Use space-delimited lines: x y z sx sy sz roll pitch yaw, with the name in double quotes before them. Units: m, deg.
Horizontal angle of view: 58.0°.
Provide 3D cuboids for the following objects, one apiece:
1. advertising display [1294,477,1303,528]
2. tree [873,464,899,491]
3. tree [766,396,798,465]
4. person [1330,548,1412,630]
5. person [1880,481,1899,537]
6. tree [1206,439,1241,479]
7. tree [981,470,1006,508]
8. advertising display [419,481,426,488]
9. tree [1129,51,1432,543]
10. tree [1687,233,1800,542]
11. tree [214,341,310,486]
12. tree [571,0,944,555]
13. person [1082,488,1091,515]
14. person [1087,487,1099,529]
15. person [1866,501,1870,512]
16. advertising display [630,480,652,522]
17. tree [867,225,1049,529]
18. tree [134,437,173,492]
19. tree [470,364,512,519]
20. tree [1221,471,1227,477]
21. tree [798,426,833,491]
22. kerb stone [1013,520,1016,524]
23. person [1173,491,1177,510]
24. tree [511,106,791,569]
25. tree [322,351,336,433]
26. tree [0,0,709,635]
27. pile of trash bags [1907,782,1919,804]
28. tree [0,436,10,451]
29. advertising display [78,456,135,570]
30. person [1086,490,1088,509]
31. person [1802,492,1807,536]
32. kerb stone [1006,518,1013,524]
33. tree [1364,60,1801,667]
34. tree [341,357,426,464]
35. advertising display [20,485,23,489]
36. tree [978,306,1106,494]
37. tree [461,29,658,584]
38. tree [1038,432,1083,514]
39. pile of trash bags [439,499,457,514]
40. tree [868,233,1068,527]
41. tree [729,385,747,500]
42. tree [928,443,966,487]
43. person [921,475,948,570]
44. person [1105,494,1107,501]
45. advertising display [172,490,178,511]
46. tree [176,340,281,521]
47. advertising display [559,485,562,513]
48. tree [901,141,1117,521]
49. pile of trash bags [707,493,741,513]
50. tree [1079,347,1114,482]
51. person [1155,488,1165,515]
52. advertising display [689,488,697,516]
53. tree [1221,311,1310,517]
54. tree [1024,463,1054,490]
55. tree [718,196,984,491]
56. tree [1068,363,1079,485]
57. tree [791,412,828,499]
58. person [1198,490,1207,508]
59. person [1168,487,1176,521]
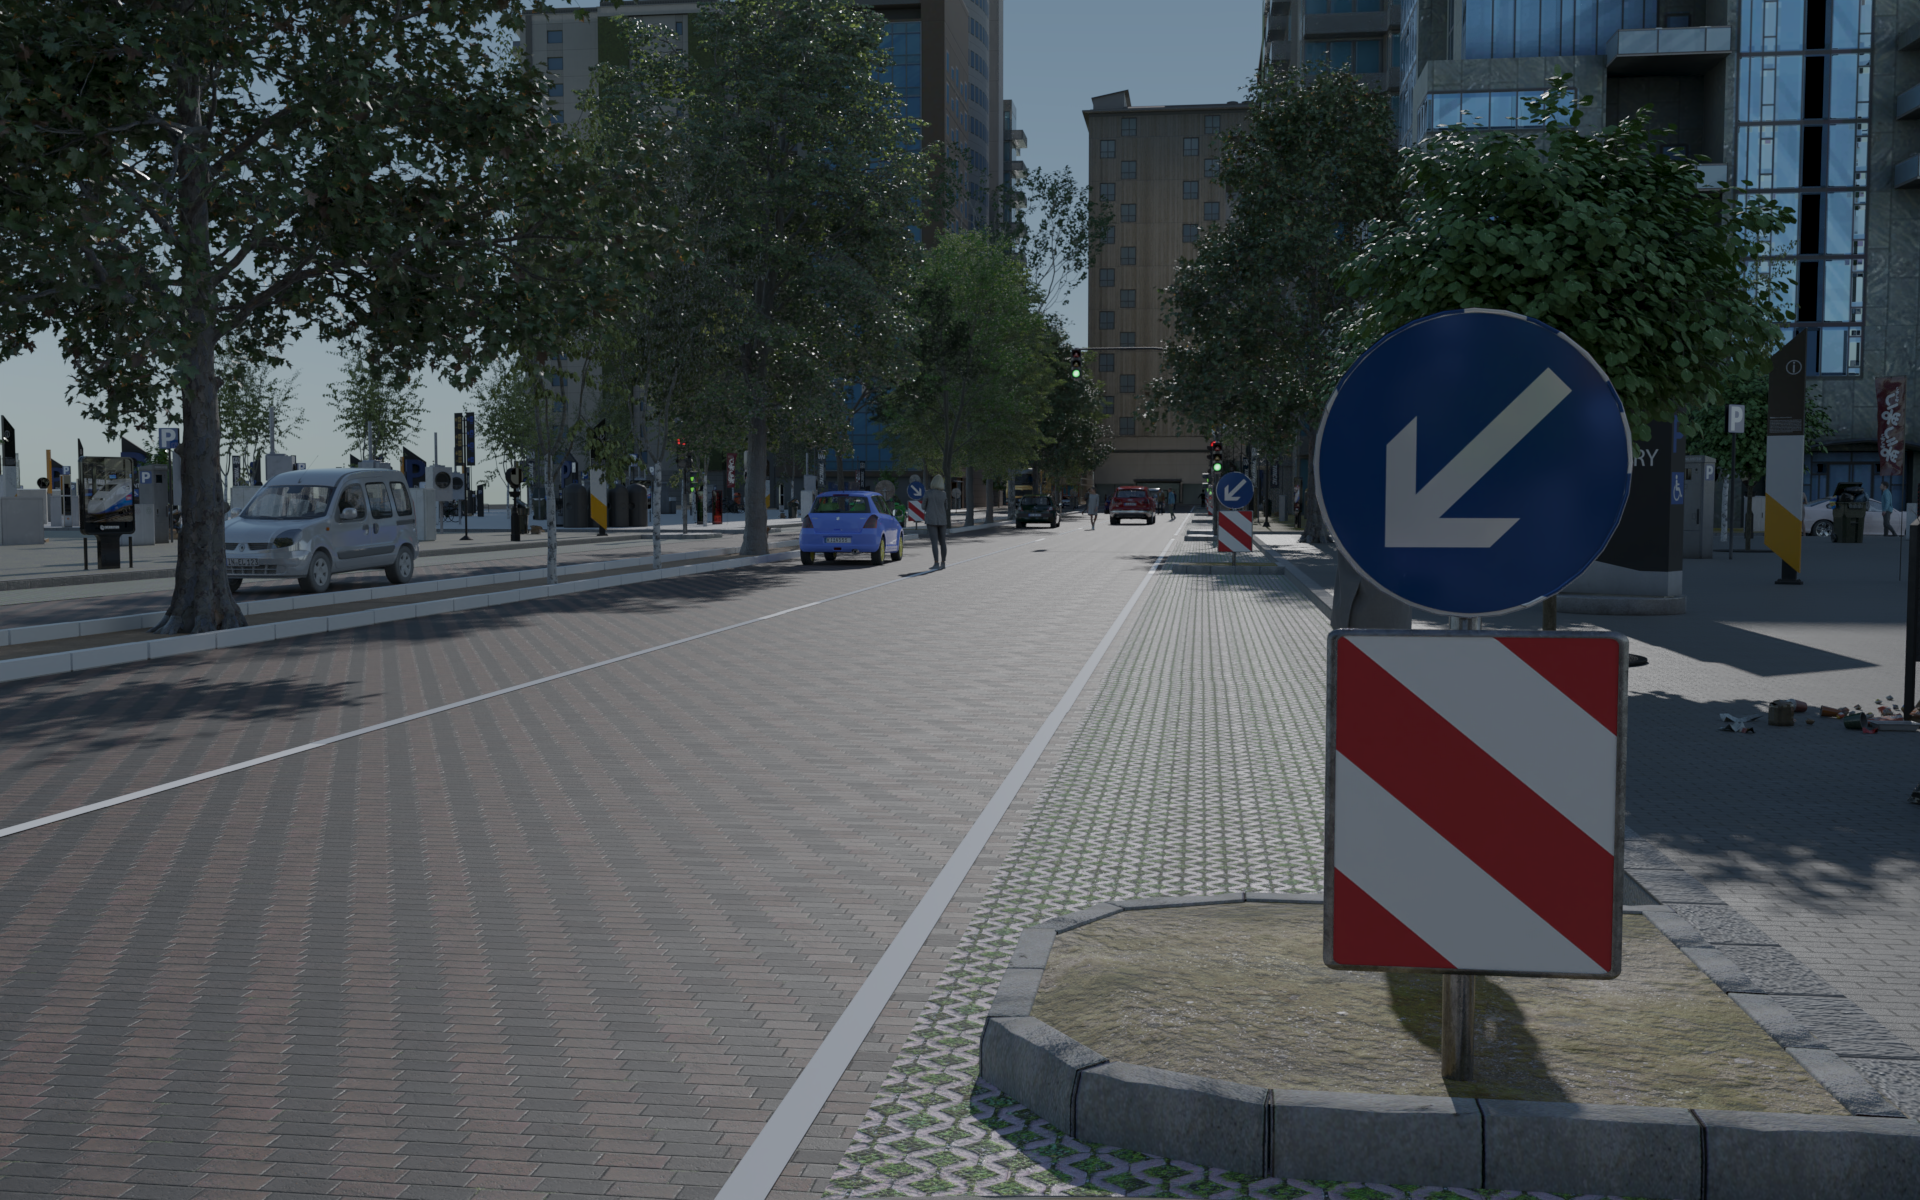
"advertising display" 12.770 -3.682 65.419 0.123 1.923 0.974 0 4 -2
"tree" -4.698 -6.942 108.106 1.663 3.219 1.824 0 3 0
"tree" -12.799 -9.611 107.506 4.737 8.622 4.395 0 3 0
"person" 1.663 0.095 6.745 0.447 1.846 0.655 0 4 1
"person" 28.389 -2.717 52.936 0.620 1.820 0.660 2 4 25
"tree" 30.777 -15.367 201.615 4.360 8.622 3.978 0 3 0
"tree" 3.613 -10.735 159.232 4.285 4.588 4.351 0 3 0
"advertising display" -26.566 -4.978 86.611 0.974 1.923 0.123 0 4 2
"tree" 9.241 -7.844 45.256 9.611 12.733 9.660 0 3 0
"tree" 20.602 -5.895 46.746 4.737 8.622 4.395 0 3 0
"tree" -31.910 -7.829 78.360 4.360 8.622 3.978 0 3 0
"tree" -4.818 -8.025 40.324 9.857 13.997 8.962 0 3 0
"person" 8.727 -6.690 117.848 0.822 1.834 0.622 1 4 22
"person" 5.417 -3.752 70.592 0.466 1.731 0.760 0 4 -4
"person" 27.370 -2.693 52.871 0.623 1.781 0.721 -2 4 -33
"advertising display" -14.698 -4.558 79.735 0.974 1.923 0.123 0 4 -8
"tree" -0.428 -8.433 66.092 9.928 11.665 9.643 0 3 0
"tree" -24.035 -3.528 52.279 1.663 3.219 1.824 0 3 0
"tree" -23.592 -8.549 90.136 4.360 8.622 3.978 0 3 0
"tree" 6.478 -2.471 24.109 4.285 4.588 4.351 0 3 0
"tree" -12.061 -11.414 136.983 4.737 8.622 4.395 0 3 0
"kerb stone" 2.444 -3.723 83.071 0.120 0.150 1.000 0 4 8
"person" 19.838 -9.222 160.206 0.541 1.710 0.530 -2 4 -35
"tree" -5.763 -4.907 33.041 4.360 8.622 3.978 0 3 0
"tree" -23.416 -7.257 69.016 4.737 8.622 4.395 0 3 0
"tree" -7.842 -6.010 17.735 9.611 12.733 9.660 0 3 0
"pile of trash bags" 4.833 0.242 5.788 1.912 1.369 3.447 0 4 2
"tree" -15.995 -1.973 26.861 1.663 3.219 1.824 0 3 0
"advertising display" -14.619 -1.498 29.699 0.123 1.923 0.974 2 4 29
"person" 12.245 -9.652 166.389 0.705 1.814 1.350 0 4 0
"person" 25.962 -2.738 53.613 0.599 1.781 0.374 -1 4 -12
"kerb stone" 2.302 -3.661 82.058 0.120 0.150 1.000 0 4 8
"tree" 4.558 -1.815 13.388 4.285 4.588 4.351 0 3 0
"tree" -29.928 -8.499 89.314 4.360 8.622 3.978 0 3 0
"advertising display" -68.756 -7.420 126.528 0.123 1.923 0.974 0 4 5
"tree" 4.573 -11.312 104.417 9.611 12.733 9.660 0 3 0
"tree" -6.435 -4.529 26.869 4.737 8.622 4.395 0 3 0
"tree" 7.253 -10.491 124.350 4.737 8.622 4.395 0 3 0
"pile of trash bags" -31.949 -5.759 103.909 1.912 1.369 3.447 1 4 22
"tree" 0.365 -9.434 74.829 7.486 12.596 7.792 0 3 0
"tree" -13.020 -8.141 83.473 4.737 8.622 4.395 0 3 0
"tree" -0.879 -11.313 135.328 4.360 8.622 3.978 0 3 0
"person" -0.499 -1.491 33.058 0.537 1.800 0.526 -1 4 -17
"person" 15.069 -10.215 178.767 0.557 1.426 1.065 1 4 18
"advertising display" -50.131 -6.446 110.608 0.123 1.923 0.974 0 4 -6
"tree" -30.072 -7.373 70.913 4.737 8.622 4.395 0 3 0
"advertising display" -26.474 -6.806 116.484 0.974 1.923 0.123 0 4 -5
"tree" 1.673 -14.370 93.295 12.611 20.169 13.585 0 3 0
"pile of trash bags" -16.110 -6.715 119.548 1.912 1.369 3.447 1 4 23
"tree" 6.574 -12.078 118.065 7.486 12.596 7.792 0 3 0
"person" 13.813 -6.802 119.625 0.656 1.842 0.836 0 4 -6
"advertising display" -15.935 -5.999 103.304 0.123 1.923 0.974 -2 4 -29
"tree" 16.281 -10.411 95.973 9.928 11.665 9.643 0 3 0
"tree" 9.251 -15.237 199.493 4.360 8.622 3.978 0 3 0
"tree" -3.357 -6.957 50.624 8.767 10.594 7.601 0 4 8
"tree" 1.351 -9.893 82.336 7.486 12.596 7.792 0 3 0
"tree" -9.770 -9.050 98.332 4.360 8.622 3.978 0 3 0
"person" 23.291 -9.641 165.757 1.348 1.869 0.705 3 4 38
"person" 11.199 -5.057 91.526 0.444 1.785 0.601 2 4 32
